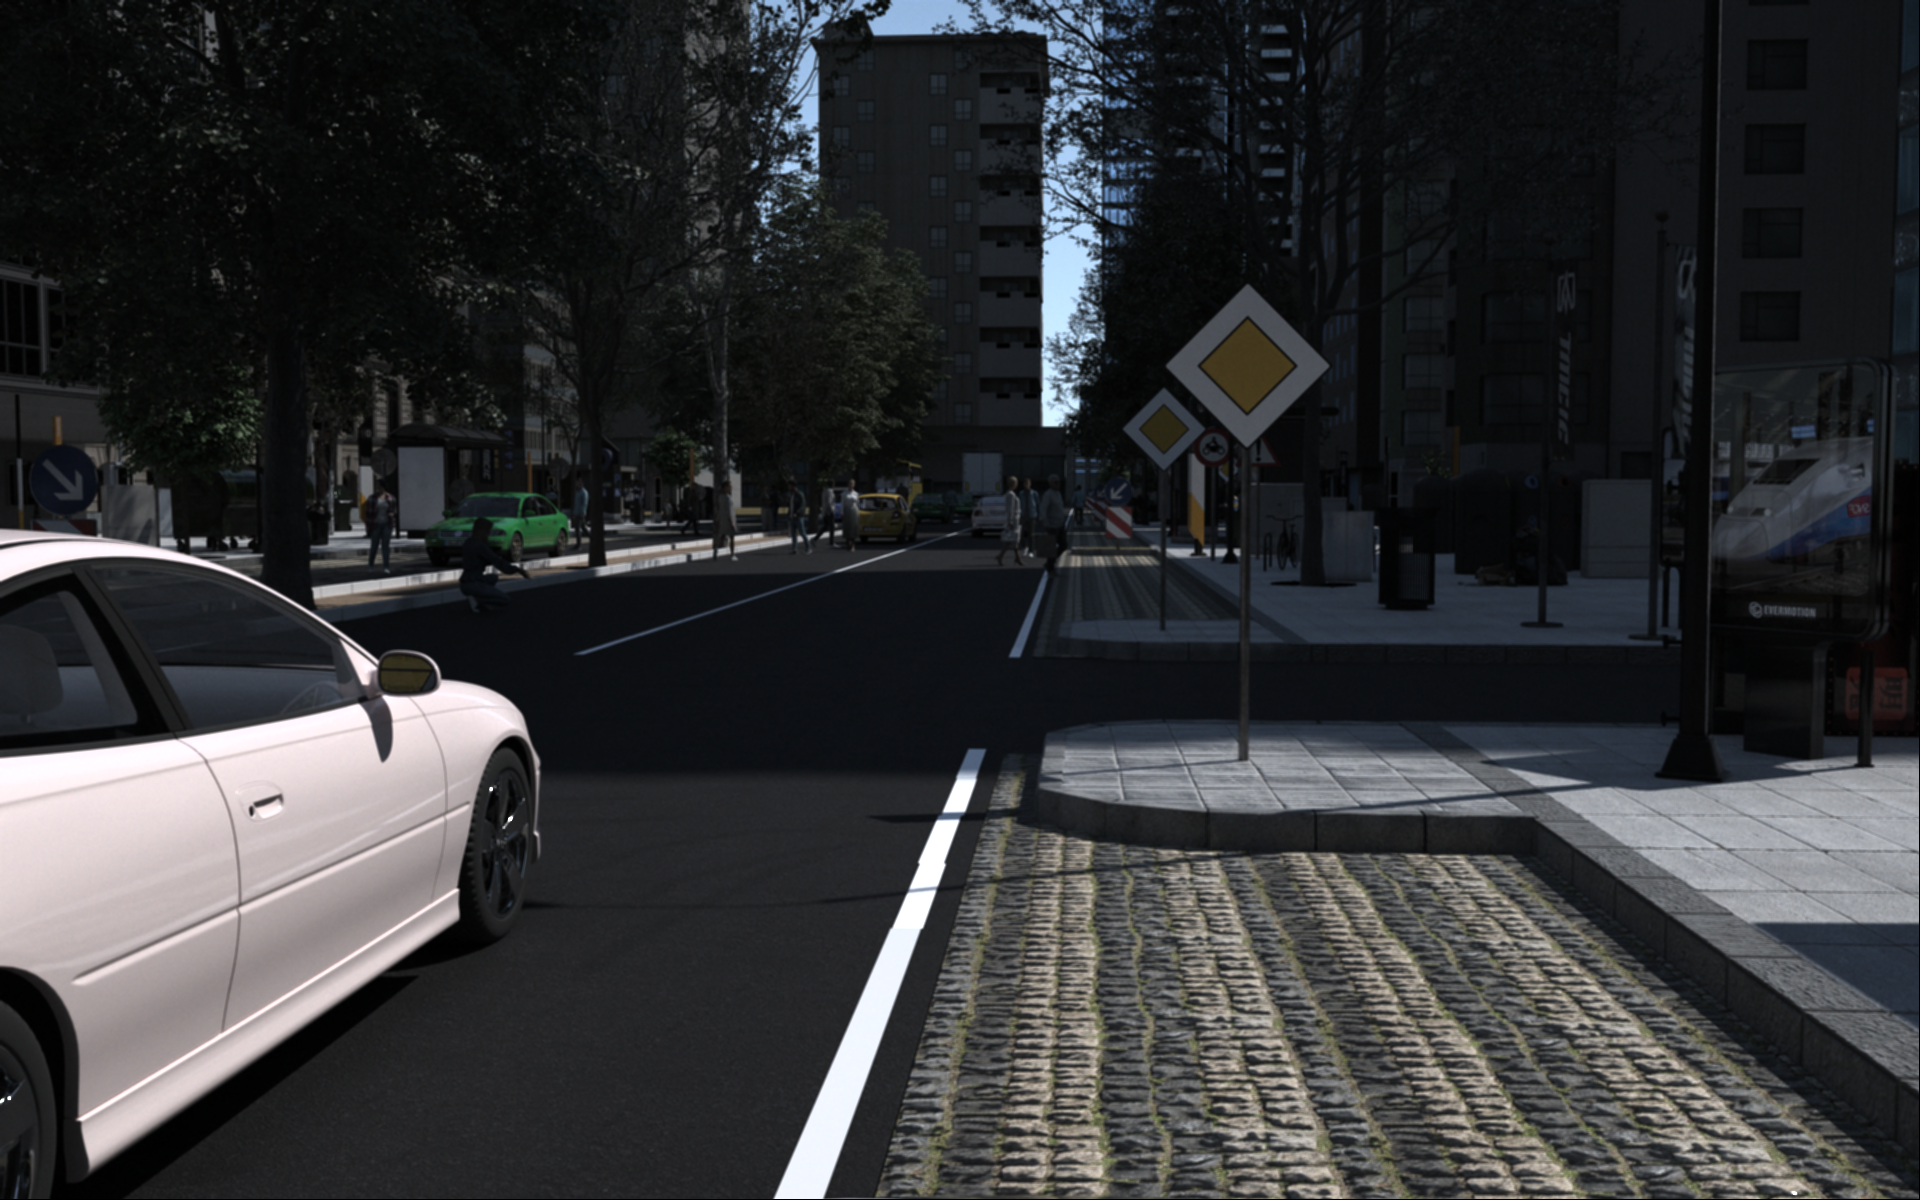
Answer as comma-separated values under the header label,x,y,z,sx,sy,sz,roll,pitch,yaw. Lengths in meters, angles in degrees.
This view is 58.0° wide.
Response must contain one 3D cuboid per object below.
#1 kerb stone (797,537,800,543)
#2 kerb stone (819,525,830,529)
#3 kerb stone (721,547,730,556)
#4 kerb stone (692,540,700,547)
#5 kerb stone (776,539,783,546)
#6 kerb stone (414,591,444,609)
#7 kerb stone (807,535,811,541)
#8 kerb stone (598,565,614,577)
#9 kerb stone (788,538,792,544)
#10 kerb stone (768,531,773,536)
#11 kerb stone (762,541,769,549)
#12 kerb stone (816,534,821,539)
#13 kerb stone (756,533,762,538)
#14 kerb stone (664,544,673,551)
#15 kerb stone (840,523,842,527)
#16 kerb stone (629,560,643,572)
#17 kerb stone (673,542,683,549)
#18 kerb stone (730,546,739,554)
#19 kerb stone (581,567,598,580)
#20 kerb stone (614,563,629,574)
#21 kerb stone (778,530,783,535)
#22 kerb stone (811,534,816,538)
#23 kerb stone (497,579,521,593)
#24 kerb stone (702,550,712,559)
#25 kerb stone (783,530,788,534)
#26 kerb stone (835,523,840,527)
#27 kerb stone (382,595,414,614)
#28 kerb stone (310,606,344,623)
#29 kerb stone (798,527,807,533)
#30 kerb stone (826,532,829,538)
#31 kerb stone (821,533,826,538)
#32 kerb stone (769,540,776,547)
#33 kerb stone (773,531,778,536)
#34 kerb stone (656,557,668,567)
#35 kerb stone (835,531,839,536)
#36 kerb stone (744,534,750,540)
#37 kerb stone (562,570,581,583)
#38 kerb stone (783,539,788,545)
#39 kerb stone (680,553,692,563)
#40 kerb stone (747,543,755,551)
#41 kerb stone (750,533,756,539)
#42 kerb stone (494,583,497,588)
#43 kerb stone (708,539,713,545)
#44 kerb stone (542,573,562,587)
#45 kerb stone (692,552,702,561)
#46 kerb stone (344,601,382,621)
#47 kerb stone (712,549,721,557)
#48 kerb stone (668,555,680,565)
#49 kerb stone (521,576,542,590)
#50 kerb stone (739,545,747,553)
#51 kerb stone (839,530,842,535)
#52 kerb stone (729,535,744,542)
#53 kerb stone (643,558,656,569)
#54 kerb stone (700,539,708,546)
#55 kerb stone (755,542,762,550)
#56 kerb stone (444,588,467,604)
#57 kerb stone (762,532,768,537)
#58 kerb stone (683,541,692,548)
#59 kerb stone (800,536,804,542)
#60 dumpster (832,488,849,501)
label,x,y,z,sx,sy,sz,roll,pitch,yaw
kerb stone,-4.889,-1.743,50.700,0.120,0.150,1.000,0,4,4
kerb stone,-5.590,-3.003,71.316,0.120,0.150,1.000,0,4,4
kerb stone,-5.594,-1.114,40.479,0.120,0.150,1.000,0,4,4
kerb stone,-7.271,-1.499,46.806,0.120,0.150,1.000,0,4,4
kerb stone,-5.094,-1.556,47.630,0.120,0.150,1.000,0,4,4
kerb stone,-6.846,0.008,22.071,0.120,0.150,1.000,0,4,4
kerb stone,-4.754,-1.869,52.756,0.120,0.150,1.000,0,4,4
kerb stone,-6.289,-0.493,30.257,0.120,0.150,1.000,0,4,4
kerb stone,-4.963,-1.676,49.671,0.120,0.150,1.000,0,4,4
kerb stone,-6.496,-2.192,58.034,0.120,0.150,1.000,0,4,4
kerb stone,-5.236,-1.431,45.590,0.120,0.150,1.000,0,4,4
kerb stone,-4.615,-1.994,54.796,0.120,0.150,1.000,0,4,4
kerb stone,-6.636,-2.067,55.988,0.120,0.150,1.000,0,4,4
kerb stone,-7.475,-1.315,43.728,0.120,0.150,1.000,0,4,4
kerb stone,-5.310,-3.253,75.414,0.120,0.150,1.000,0,4,4
kerb stone,-6.149,-0.618,32.300,0.120,0.150,1.000,0,4,4
kerb stone,-7.405,-1.380,44.750,0.120,0.150,1.000,0,4,4
kerb stone,-5.519,-1.181,41.500,0.120,0.150,1.000,0,4,4
kerb stone,-6.354,-0.430,29.232,0.120,0.150,1.000,0,4,4
kerb stone,-6.217,-0.555,31.277,0.120,0.150,1.000,0,4,4
kerb stone,-6.360,-2.315,60.083,0.120,0.150,1.000,0,4,4
kerb stone,-4.681,-1.932,53.775,0.120,0.150,1.000,0,4,4
kerb stone,-6.633,-0.179,25.140,0.120,0.150,1.000,0,4,4
kerb stone,-5.726,-0.993,38.437,0.120,0.150,1.000,0,4,4
kerb stone,-6.290,-2.378,61.103,0.120,0.150,1.000,0,4,4
kerb stone,-5.377,-3.193,74.394,0.120,0.150,1.000,0,4,4
kerb stone,-6.918,0.074,21.051,0.120,0.150,1.000,0,4,4
kerb stone,-7.059,0.195,19.004,0.120,0.150,1.000,0,4,4
kerb stone,-6.010,-2.629,65.187,0.120,0.150,1.000,0,4,4
kerb stone,-4.472,-2.115,56.843,0.120,0.150,1.000,0,4,4
kerb stone,-4.548,-2.055,55.816,0.120,0.150,1.000,0,4,4
kerb stone,-5.169,-1.489,46.611,0.120,0.150,1.000,0,4,4
kerb stone,-6.422,-2.255,59.062,0.120,0.150,1.000,0,4,4
kerb stone,-6.013,-0.743,34.340,0.120,0.150,1.000,0,4,4
kerb stone,-4.341,-2.237,58.895,0.120,0.150,1.000,0,4,4
kerb stone,-6.780,-1.942,53.949,0.120,0.150,1.000,0,4,4
kerb stone,-6.424,-0.368,28.204,0.120,0.150,1.000,0,4,4
kerb stone,-5.033,-1.614,48.651,0.120,0.150,1.000,0,4,4
kerb stone,-5.864,-0.868,36.391,0.120,0.150,1.000,0,4,4
kerb stone,-5.384,-1.304,43.551,0.120,0.150,1.000,0,4,4
kerb stone,-6.705,-2.004,54.968,0.120,0.150,1.000,0,4,4
kerb stone,-6.712,-0.116,24.116,0.120,0.150,1.000,0,4,4
kerb stone,-7.128,-1.626,48.846,0.120,0.150,1.000,0,4,4
kerb stone,-6.495,-0.305,27.181,0.120,0.150,1.000,0,4,4
kerb stone,-5.801,-0.931,37.412,0.120,0.150,1.000,0,4,4
kerb stone,-6.977,0.133,20.024,0.120,0.150,1.000,0,4,4
kerb stone,-5.658,-1.056,39.459,0.120,0.150,1.000,0,4,4
kerb stone,-5.938,-0.806,35.368,0.120,0.150,1.000,0,4,4
kerb stone,-6.568,-0.240,26.162,0.120,0.150,1.000,0,4,4
kerb stone,-5.443,-1.244,42.527,0.120,0.150,1.000,0,4,4
kerb stone,-4.257,-2.306,59.930,0.120,0.150,1.000,0,4,4
kerb stone,-6.847,-1.880,52.929,0.120,0.150,1.000,0,4,4
kerb stone,-6.080,-0.680,33.320,0.120,0.150,1.000,0,4,4
kerb stone,-7.195,-1.567,47.825,0.120,0.150,1.000,0,4,4
kerb stone,-5.315,-1.367,44.570,0.120,0.150,1.000,0,4,4
kerb stone,-6.774,-0.055,23.096,0.120,0.150,1.000,0,4,4
kerb stone,-6.564,-2.130,57.013,0.120,0.150,1.000,0,4,4
kerb stone,-7.332,-1.438,45.775,0.120,0.150,1.000,0,4,4
kerb stone,-4.823,-1.802,51.736,0.120,0.150,1.000,0,4,4
dumpster,-7.676,-6.526,114.922,1.865,1.857,1.264,0,4,4
